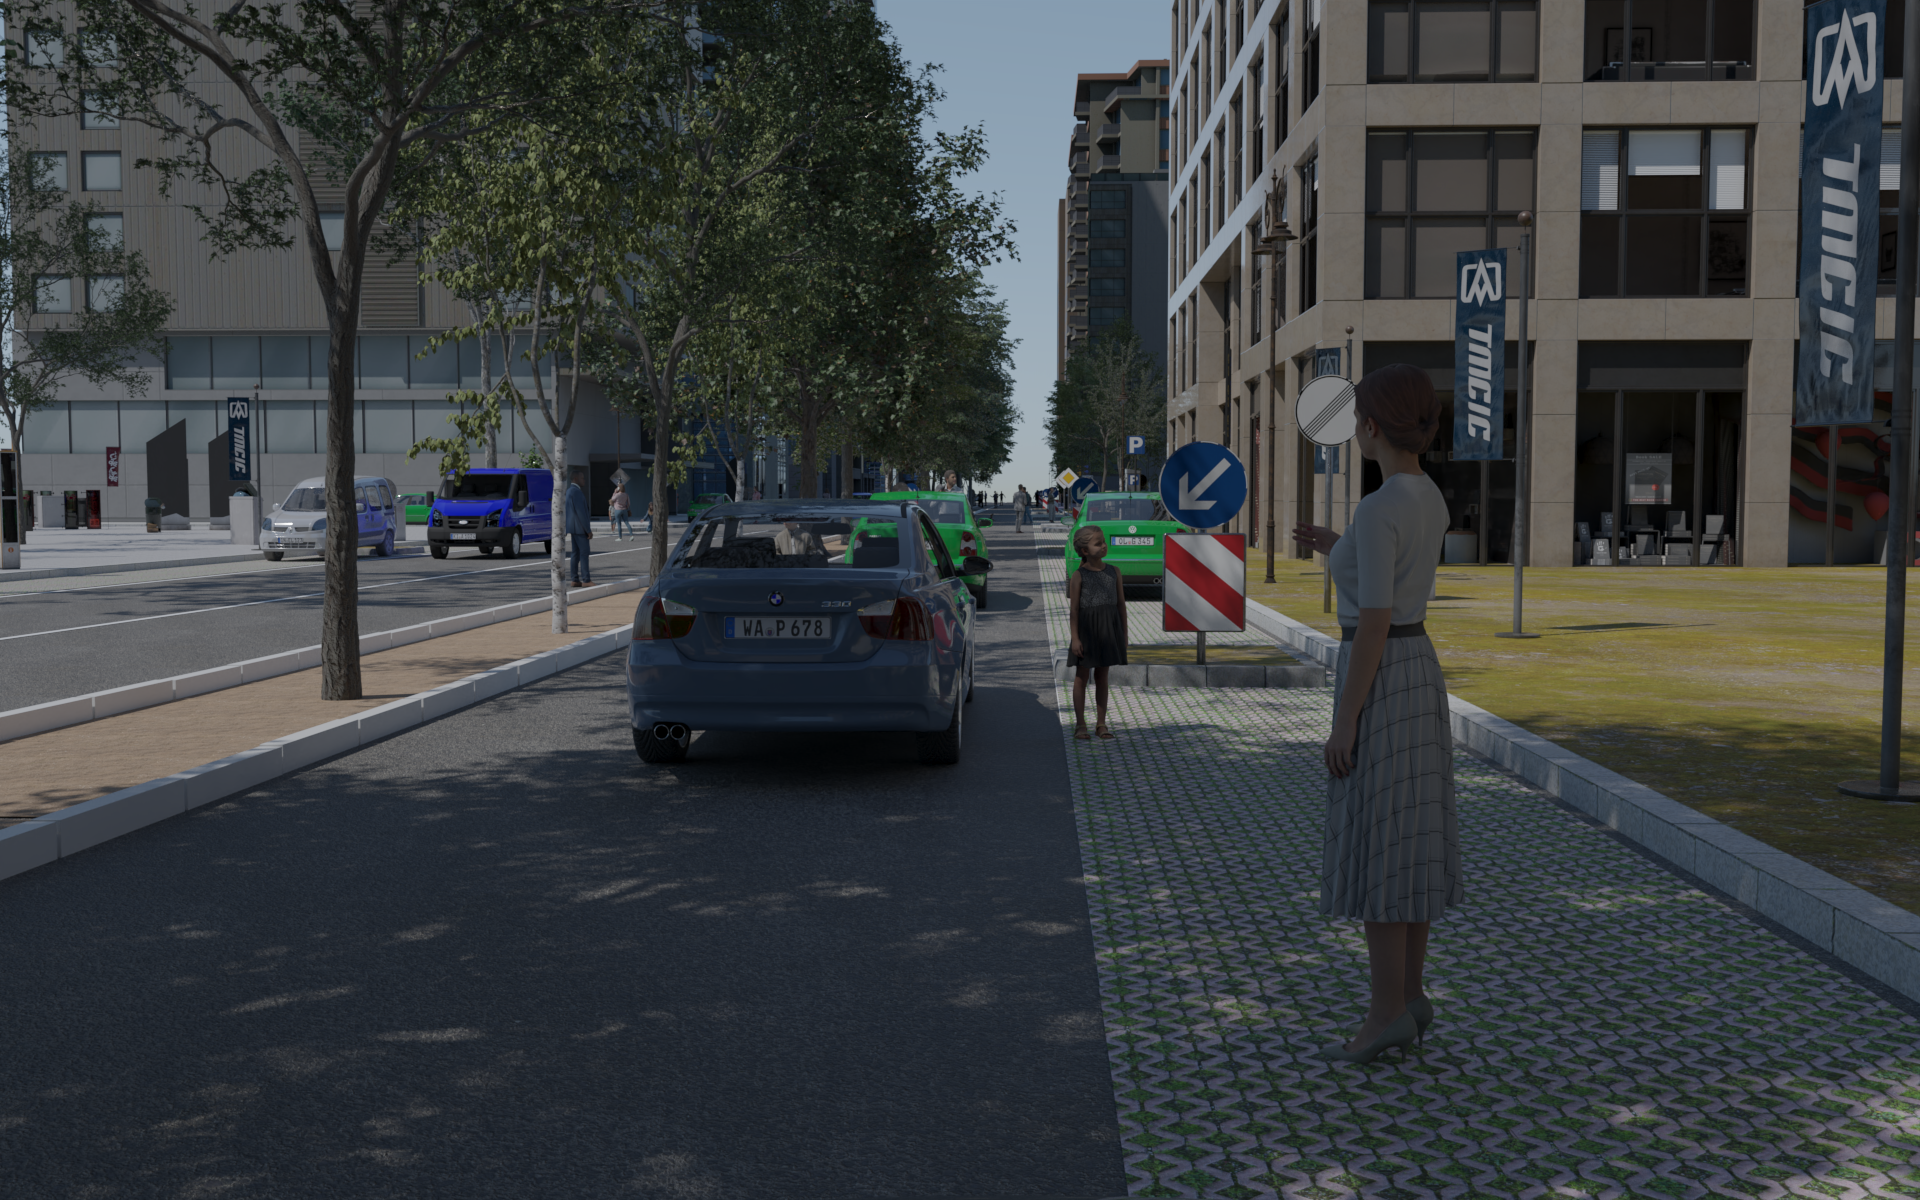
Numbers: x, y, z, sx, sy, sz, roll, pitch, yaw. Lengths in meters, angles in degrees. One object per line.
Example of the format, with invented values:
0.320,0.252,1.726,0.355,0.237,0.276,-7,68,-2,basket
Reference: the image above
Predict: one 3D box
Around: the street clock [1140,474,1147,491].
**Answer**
6.576,-3.586,63.197,0.471,2.002,0.358,-1,4,-17,street clock

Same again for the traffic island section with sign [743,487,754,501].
-11.806,-5.370,96.420,1.989,1.847,2.006,0,4,2,traffic island section with sign

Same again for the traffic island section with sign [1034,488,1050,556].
2.819,-1.970,40.844,1.989,1.847,2.006,0,4,2,traffic island section with sign

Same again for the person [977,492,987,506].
2.312,-10.916,187.695,1.217,1.735,0.721,1,4,20,person

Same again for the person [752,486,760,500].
-9.835,-4.564,83.134,0.555,1.821,0.388,2,4,29,person

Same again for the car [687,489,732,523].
-12.030,-4.600,84.002,1.959,1.807,4.718,0,4,2,car

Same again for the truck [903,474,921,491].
-4.634,-12.461,193.490,2.967,4.110,18.799,0,4,0,truck

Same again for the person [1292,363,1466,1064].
1.024,0.283,4.443,0.524,1.755,0.480,2,4,34,person

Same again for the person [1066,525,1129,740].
0.810,0.187,10.117,0.362,1.253,0.373,-1,4,-14,person

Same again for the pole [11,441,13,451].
-32.806,-4.058,60.191,0.158,3.312,0.155,0,3,0,pole

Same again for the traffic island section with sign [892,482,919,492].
-2.017,-3.992,73.411,2.006,1.907,1.989,0,4,2,traffic island section with sign

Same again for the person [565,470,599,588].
-5.840,-1.092,26.541,0.419,1.800,0.721,-3,5,-39,person

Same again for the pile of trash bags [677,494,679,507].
-18.647,-5.842,105.271,3.447,1.369,1.912,1,4,18,pile of trash bags

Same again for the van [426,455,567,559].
-10.649,-2.176,39.963,2.240,2.365,5.245,0,4,2,van

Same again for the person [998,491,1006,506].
5.124,-12.595,214.449,1.348,1.821,0.705,2,4,34,person

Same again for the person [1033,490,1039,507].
7.877,-10.251,175.728,1.348,1.869,0.705,-3,4,-38,person

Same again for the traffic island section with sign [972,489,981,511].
0.948,-8.584,148.491,2.006,1.907,1.989,0,4,2,traffic island section with sign

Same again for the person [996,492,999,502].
6.365,-17.730,298.403,1.348,1.821,0.705,-1,4,-15,person

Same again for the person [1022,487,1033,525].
3.097,-4.445,81.517,0.721,1.781,0.623,-2,4,-29,person

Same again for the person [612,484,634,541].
-10.215,-2.665,52.668,0.593,1.750,0.643,-3,5,-42,person

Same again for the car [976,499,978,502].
2.597,-16.408,280.072,2.131,1.459,4.920,0,4,1,car

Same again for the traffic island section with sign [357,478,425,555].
-13.987,-2.012,41.517,1.989,1.847,2.006,0,4,2,traffic island section with sign

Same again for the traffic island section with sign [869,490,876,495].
-8.743,-10.096,173.691,1.989,1.847,2.006,0,4,2,traffic island section with sign

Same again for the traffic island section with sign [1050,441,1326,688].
1.741,-0.311,13.713,1.989,1.847,2.006,0,4,2,traffic island section with sign

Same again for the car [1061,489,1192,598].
2.422,-0.988,24.947,1.959,1.807,4.718,0,4,4,car

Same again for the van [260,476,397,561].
-13.885,-1.905,38.157,2.013,2.044,4.112,0,4,3,van

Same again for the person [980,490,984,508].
2.284,-10.538,180.799,0.705,1.823,1.348,-1,4,-8,person

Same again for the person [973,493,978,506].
1.681,-12.019,205.085,0.705,1.814,1.350,-3,5,-42,person

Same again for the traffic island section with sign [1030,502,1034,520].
4.996,-5.320,95.617,1.989,1.847,2.006,0,4,2,traffic island section with sign

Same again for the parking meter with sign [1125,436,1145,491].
5.290,-3.456,52.769,0.543,3.016,1.738,0,4,2,parking meter with sign

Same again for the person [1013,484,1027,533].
2.248,-3.353,63.515,0.606,1.804,0.583,2,4,32,person

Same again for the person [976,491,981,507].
2.252,-11.586,198.073,0.705,1.807,1.348,3,5,40,person

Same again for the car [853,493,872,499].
-5.069,-4.801,88.091,1.945,1.707,3.694,0,4,1,car

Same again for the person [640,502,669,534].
-10.942,-2.950,62.236,1.012,1.151,0.738,0,4,-2,person

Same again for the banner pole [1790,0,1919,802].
3.915,-1.070,7.511,0.401,3.779,0.863,-1,4,-14,banner pole

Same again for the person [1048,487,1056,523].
4.572,-4.694,85.797,0.362,1.759,0.519,2,4,27,person

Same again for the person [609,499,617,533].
-12.628,-3.059,63.197,0.332,1.250,0.352,1,4,21,person

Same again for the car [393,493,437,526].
-22.076,-3.716,69.550,4.718,1.807,1.959,0,4,3,car

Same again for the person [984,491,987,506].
2.913,-12.063,205.600,0.599,1.838,0.709,-1,4,-23,person

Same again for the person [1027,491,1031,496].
8.136,-12.031,205.651,0.683,1.767,0.568,-1,4,-15,person

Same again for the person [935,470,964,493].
-0.224,-1.244,28.935,0.679,1.850,0.850,0,4,4,person

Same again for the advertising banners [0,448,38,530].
-36.065,-4.332,67.014,0.090,3.025,2.074,2,4,30,advertising banners

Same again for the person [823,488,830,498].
-7.465,-5.403,97.423,0.593,1.750,0.643,2,4,30,person

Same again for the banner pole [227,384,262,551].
-16.191,-3.018,39.364,0.863,3.779,0.401,-1,4,-12,banner pole

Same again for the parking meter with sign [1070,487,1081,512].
8.739,-7.834,124.349,1.738,3.016,0.543,-1,4,-12,parking meter with sign

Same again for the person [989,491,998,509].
3.358,-9.922,171.260,0.750,1.759,0.617,-2,4,-30,person

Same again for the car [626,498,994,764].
-0.811,0.092,10.503,2.014,1.417,4.499,0,4,2,car

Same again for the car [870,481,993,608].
-0.529,-0.876,23.117,1.959,1.807,4.718,0,4,0,car

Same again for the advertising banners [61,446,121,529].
-31.713,-4.104,63.284,2.074,3.025,0.090,-3,5,-42,advertising banners

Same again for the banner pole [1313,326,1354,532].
5.643,-2.202,26.021,0.401,3.779,0.863,-3,5,-40,banner pole

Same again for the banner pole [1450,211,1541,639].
4.820,-1.563,15.573,0.863,3.779,0.401,3,4,38,banner pole
